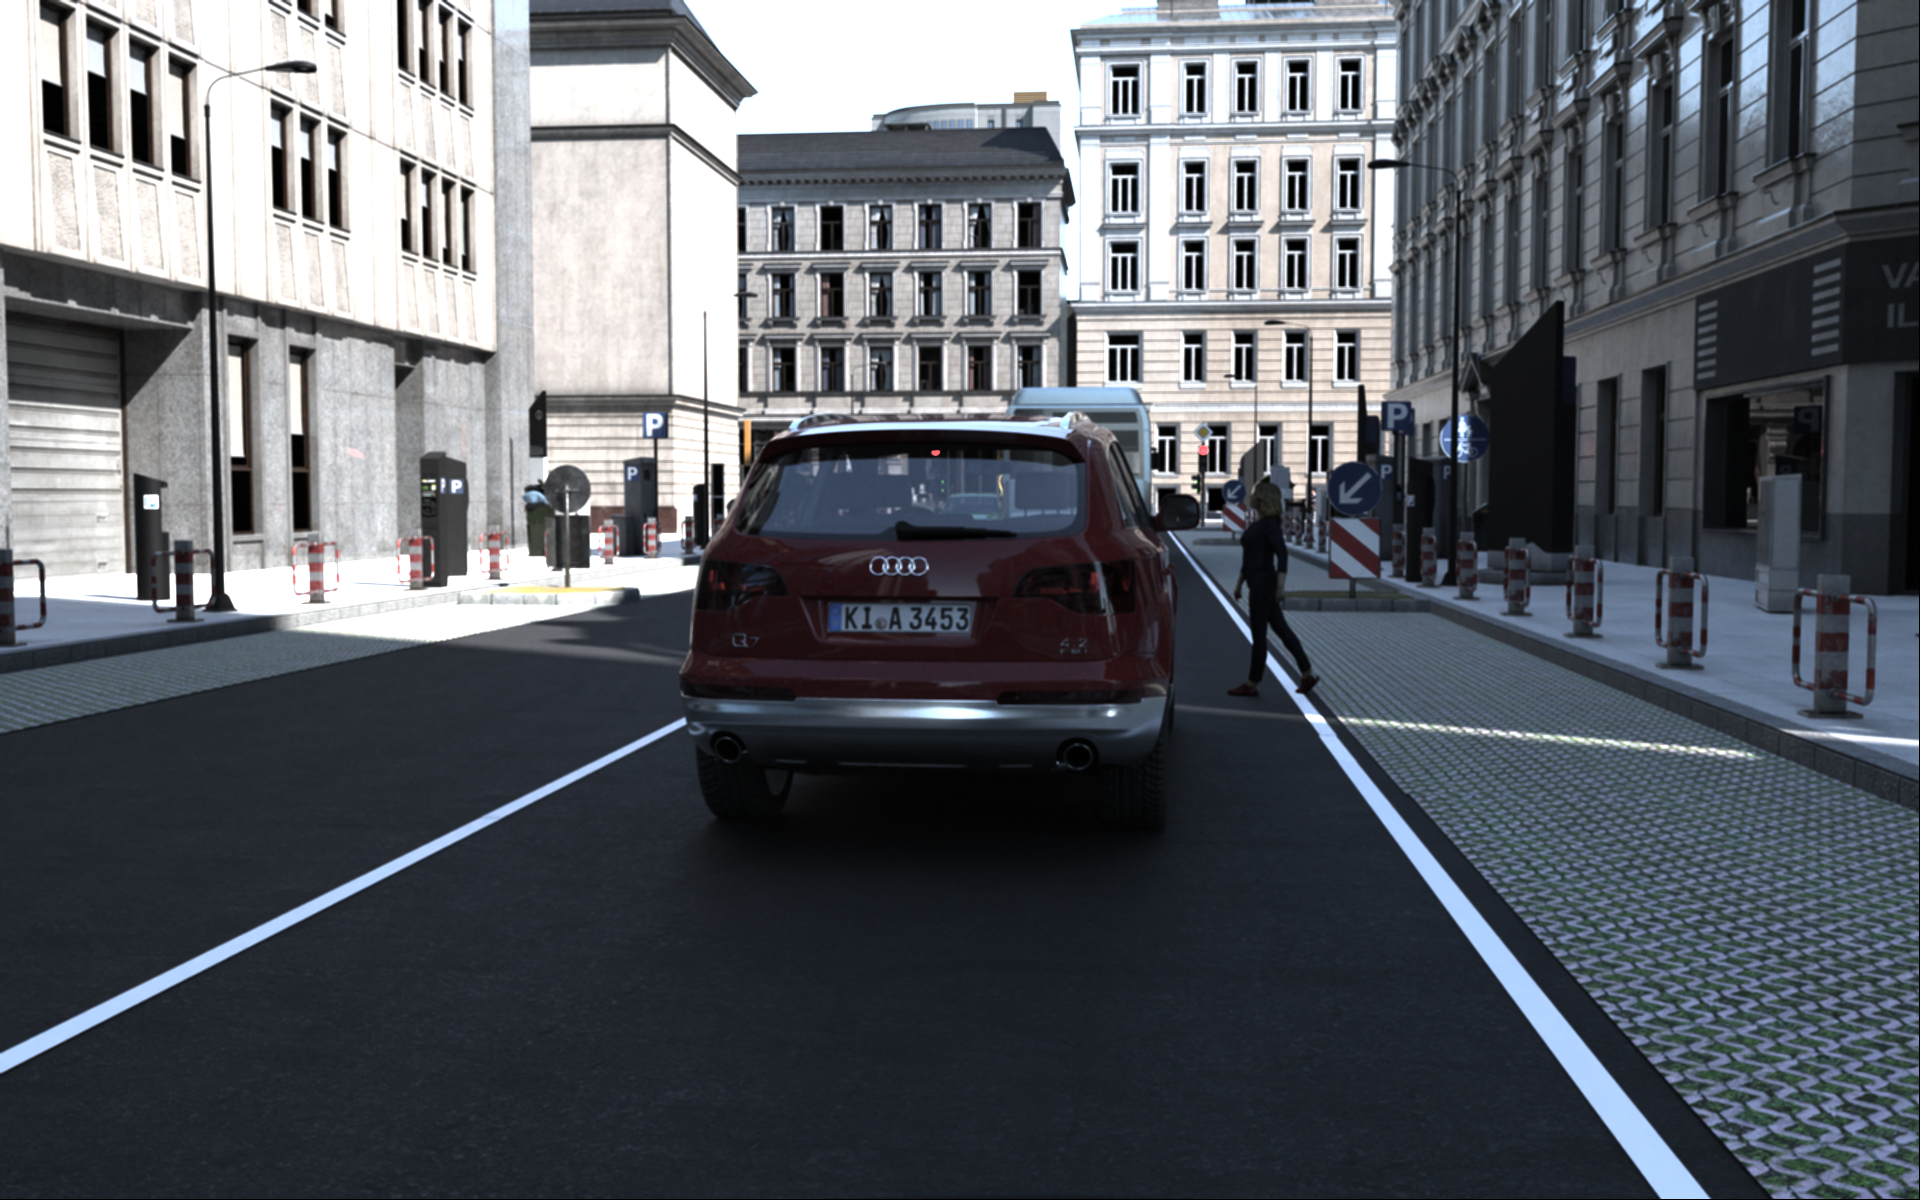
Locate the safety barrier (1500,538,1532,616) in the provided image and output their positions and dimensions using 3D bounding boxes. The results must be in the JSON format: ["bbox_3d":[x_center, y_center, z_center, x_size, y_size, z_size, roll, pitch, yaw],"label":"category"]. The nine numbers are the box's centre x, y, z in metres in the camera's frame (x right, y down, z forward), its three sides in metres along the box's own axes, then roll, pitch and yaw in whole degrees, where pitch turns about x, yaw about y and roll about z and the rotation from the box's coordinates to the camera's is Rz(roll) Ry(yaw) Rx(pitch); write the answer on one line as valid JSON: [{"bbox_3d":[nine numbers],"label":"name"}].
[{"bbox_3d":[5.874,-0.245,18.274,0.300,0.817,1.120,0,4,6],"label":"safety barrier"}]

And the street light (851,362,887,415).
[{"bbox_3d":[-3.262,-5.416,61.097,1.470,5.913,1.316,0,4,6],"label":"street light"}]

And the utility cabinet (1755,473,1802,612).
[{"bbox_3d":[8.993,-0.636,19.076,0.318,1.500,1.173,1,4,18],"label":"utility cabinet"}]

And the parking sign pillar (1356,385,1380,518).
[{"bbox_3d":[10.219,-3.360,43.408,1.447,3.967,1.447,1,4,18],"label":"parking sign pillar"}]

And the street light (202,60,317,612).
[{"bbox_3d":[-7.573,-2.826,18.748,1.470,5.913,1.316,0,4,6],"label":"street light"}]

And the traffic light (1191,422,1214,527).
[{"bbox_3d":[9.486,-4.821,67.742,0.839,4.253,0.868,0,4,6],"label":"traffic light"}]

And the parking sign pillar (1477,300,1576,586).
[{"bbox_3d":[8.210,-2.226,24.869,1.447,3.967,1.447,-2,4,-25],"label":"parking sign pillar"}]

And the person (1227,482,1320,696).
[{"bbox_3d":[2.235,-0.079,12.329,0.613,1.512,0.480,-1,4,-20],"label":"person"}]

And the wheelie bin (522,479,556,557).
[{"bbox_3d":[-8.602,-1.690,35.541,0.693,1.594,0.980,-1,4,-10],"label":"wheelie bin"}]

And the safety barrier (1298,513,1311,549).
[{"bbox_3d":[8.172,-1.603,40.477,0.300,0.817,1.120,0,4,6],"label":"safety barrier"}]

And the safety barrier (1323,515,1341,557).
[{"bbox_3d":[7.593,-1.263,34.930,0.300,0.817,1.120,0,4,6],"label":"safety barrier"}]

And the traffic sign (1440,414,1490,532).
[{"bbox_3d":[8.069,-1.690,27.731,0.768,2.556,0.104,1,4,12],"label":"traffic sign"}]

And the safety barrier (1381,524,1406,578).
[{"bbox_3d":[6.732,-0.754,26.597,0.300,0.817,1.120,0,4,6],"label":"safety barrier"}]

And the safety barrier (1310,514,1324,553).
[{"bbox_3d":[7.886,-1.433,37.703,0.300,0.817,1.120,0,4,6],"label":"safety barrier"}]

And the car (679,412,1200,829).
[{"bbox_3d":[0.104,-0.023,9.046,2.281,1.827,5.304,0,4,8],"label":"car"}]

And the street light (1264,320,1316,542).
[{"bbox_3d":[8.824,-4.515,46.363,1.470,5.913,1.316,0,4,6],"label":"street light"}]

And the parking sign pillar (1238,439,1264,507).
[{"bbox_3d":[14.103,-5.837,83.907,1.447,3.967,1.447,-2,4,-32],"label":"parking sign pillar"}]

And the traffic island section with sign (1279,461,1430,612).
[{"bbox_3d":[4.776,-0.810,21.876,1.989,1.847,2.006,0,4,6],"label":"traffic island section with sign"}]

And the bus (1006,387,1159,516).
[{"bbox_3d":[2.725,-2.539,36.367,2.948,3.499,13.247,0,4,6],"label":"bus"}]

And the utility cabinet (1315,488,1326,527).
[{"bbox_3d":[14.226,-3.564,66.943,1.173,1.500,0.318,-3,5,-40],"label":"utility cabinet"}]

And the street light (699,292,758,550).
[{"bbox_3d":[-5.330,-4.123,39.945,1.470,5.913,1.316,0,4,6],"label":"street light"}]

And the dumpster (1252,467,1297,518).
[{"bbox_3d":[11.492,-3.723,63.366,1.502,2.255,1.985,0,4,6],"label":"dumpster"}]

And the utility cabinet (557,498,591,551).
[{"bbox_3d":[-8.649,-1.691,38.804,0.306,1.237,1.020,1,4,17],"label":"utility cabinet"}]

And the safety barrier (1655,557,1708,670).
[{"bbox_3d":[5.295,0.095,12.727,0.300,0.817,1.120,0,4,6],"label":"safety barrier"}]

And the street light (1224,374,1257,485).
[{"bbox_3d":[10.935,-5.797,67.314,1.470,5.913,1.316,0,4,6],"label":"street light"}]

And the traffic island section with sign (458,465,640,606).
[{"bbox_3d":[-5.374,-0.884,23.083,1.989,1.847,2.006,0,4,6],"label":"traffic island section with sign"}]

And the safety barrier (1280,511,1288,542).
[{"bbox_3d":[8.743,-1.942,46.026,0.300,0.817,1.120,0,4,6],"label":"safety barrier"}]

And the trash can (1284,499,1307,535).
[{"bbox_3d":[10.424,-2.583,53.886,0.748,1.137,0.748,0,3,0],"label":"trash can"}]

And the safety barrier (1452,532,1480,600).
[{"bbox_3d":[6.159,-0.414,21.049,0.300,0.817,1.120,0,4,6],"label":"safety barrier"}]

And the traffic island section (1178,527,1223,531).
[{"bbox_3d":[9.525,-2.787,67.852,2.009,0.180,2.903,0,4,6],"label":"traffic island section"}]

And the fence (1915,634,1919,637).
[{"bbox_3d":[8.467,0.047,14.615,0.278,0.683,2.069,1,4,17],"label":"fence"}]

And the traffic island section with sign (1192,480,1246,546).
[{"bbox_3d":[7.555,-2.450,48.689,1.989,1.847,2.006,0,4,6],"label":"traffic island section with sign"}]

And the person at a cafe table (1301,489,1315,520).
[{"bbox_3d":[17.102,-4.685,85.117,1.622,1.524,1.698,-2,4,-33],"label":"person at a cafe table"}]

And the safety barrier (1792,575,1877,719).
[{"bbox_3d":[5.011,0.264,9.953,0.300,0.817,1.120,0,4,6],"label":"safety barrier"}]

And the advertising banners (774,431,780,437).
[{"bbox_3d":[-5.277,-3.149,47.679,0.090,3.025,2.074,1,4,12],"label":"advertising banners"}]

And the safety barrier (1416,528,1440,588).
[{"bbox_3d":[6.445,-0.584,23.823,0.300,0.817,1.120,0,4,6],"label":"safety barrier"}]

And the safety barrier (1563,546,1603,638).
[{"bbox_3d":[5.584,-0.075,15.501,0.300,0.817,1.120,0,4,6],"label":"safety barrier"}]

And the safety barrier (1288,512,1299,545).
[{"bbox_3d":[8.460,-1.772,43.252,0.300,0.817,1.120,0,4,6],"label":"safety barrier"}]

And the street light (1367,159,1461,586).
[{"bbox_3d":[6.352,-3.156,24.140,1.470,5.913,1.316,0,4,6],"label":"street light"}]
